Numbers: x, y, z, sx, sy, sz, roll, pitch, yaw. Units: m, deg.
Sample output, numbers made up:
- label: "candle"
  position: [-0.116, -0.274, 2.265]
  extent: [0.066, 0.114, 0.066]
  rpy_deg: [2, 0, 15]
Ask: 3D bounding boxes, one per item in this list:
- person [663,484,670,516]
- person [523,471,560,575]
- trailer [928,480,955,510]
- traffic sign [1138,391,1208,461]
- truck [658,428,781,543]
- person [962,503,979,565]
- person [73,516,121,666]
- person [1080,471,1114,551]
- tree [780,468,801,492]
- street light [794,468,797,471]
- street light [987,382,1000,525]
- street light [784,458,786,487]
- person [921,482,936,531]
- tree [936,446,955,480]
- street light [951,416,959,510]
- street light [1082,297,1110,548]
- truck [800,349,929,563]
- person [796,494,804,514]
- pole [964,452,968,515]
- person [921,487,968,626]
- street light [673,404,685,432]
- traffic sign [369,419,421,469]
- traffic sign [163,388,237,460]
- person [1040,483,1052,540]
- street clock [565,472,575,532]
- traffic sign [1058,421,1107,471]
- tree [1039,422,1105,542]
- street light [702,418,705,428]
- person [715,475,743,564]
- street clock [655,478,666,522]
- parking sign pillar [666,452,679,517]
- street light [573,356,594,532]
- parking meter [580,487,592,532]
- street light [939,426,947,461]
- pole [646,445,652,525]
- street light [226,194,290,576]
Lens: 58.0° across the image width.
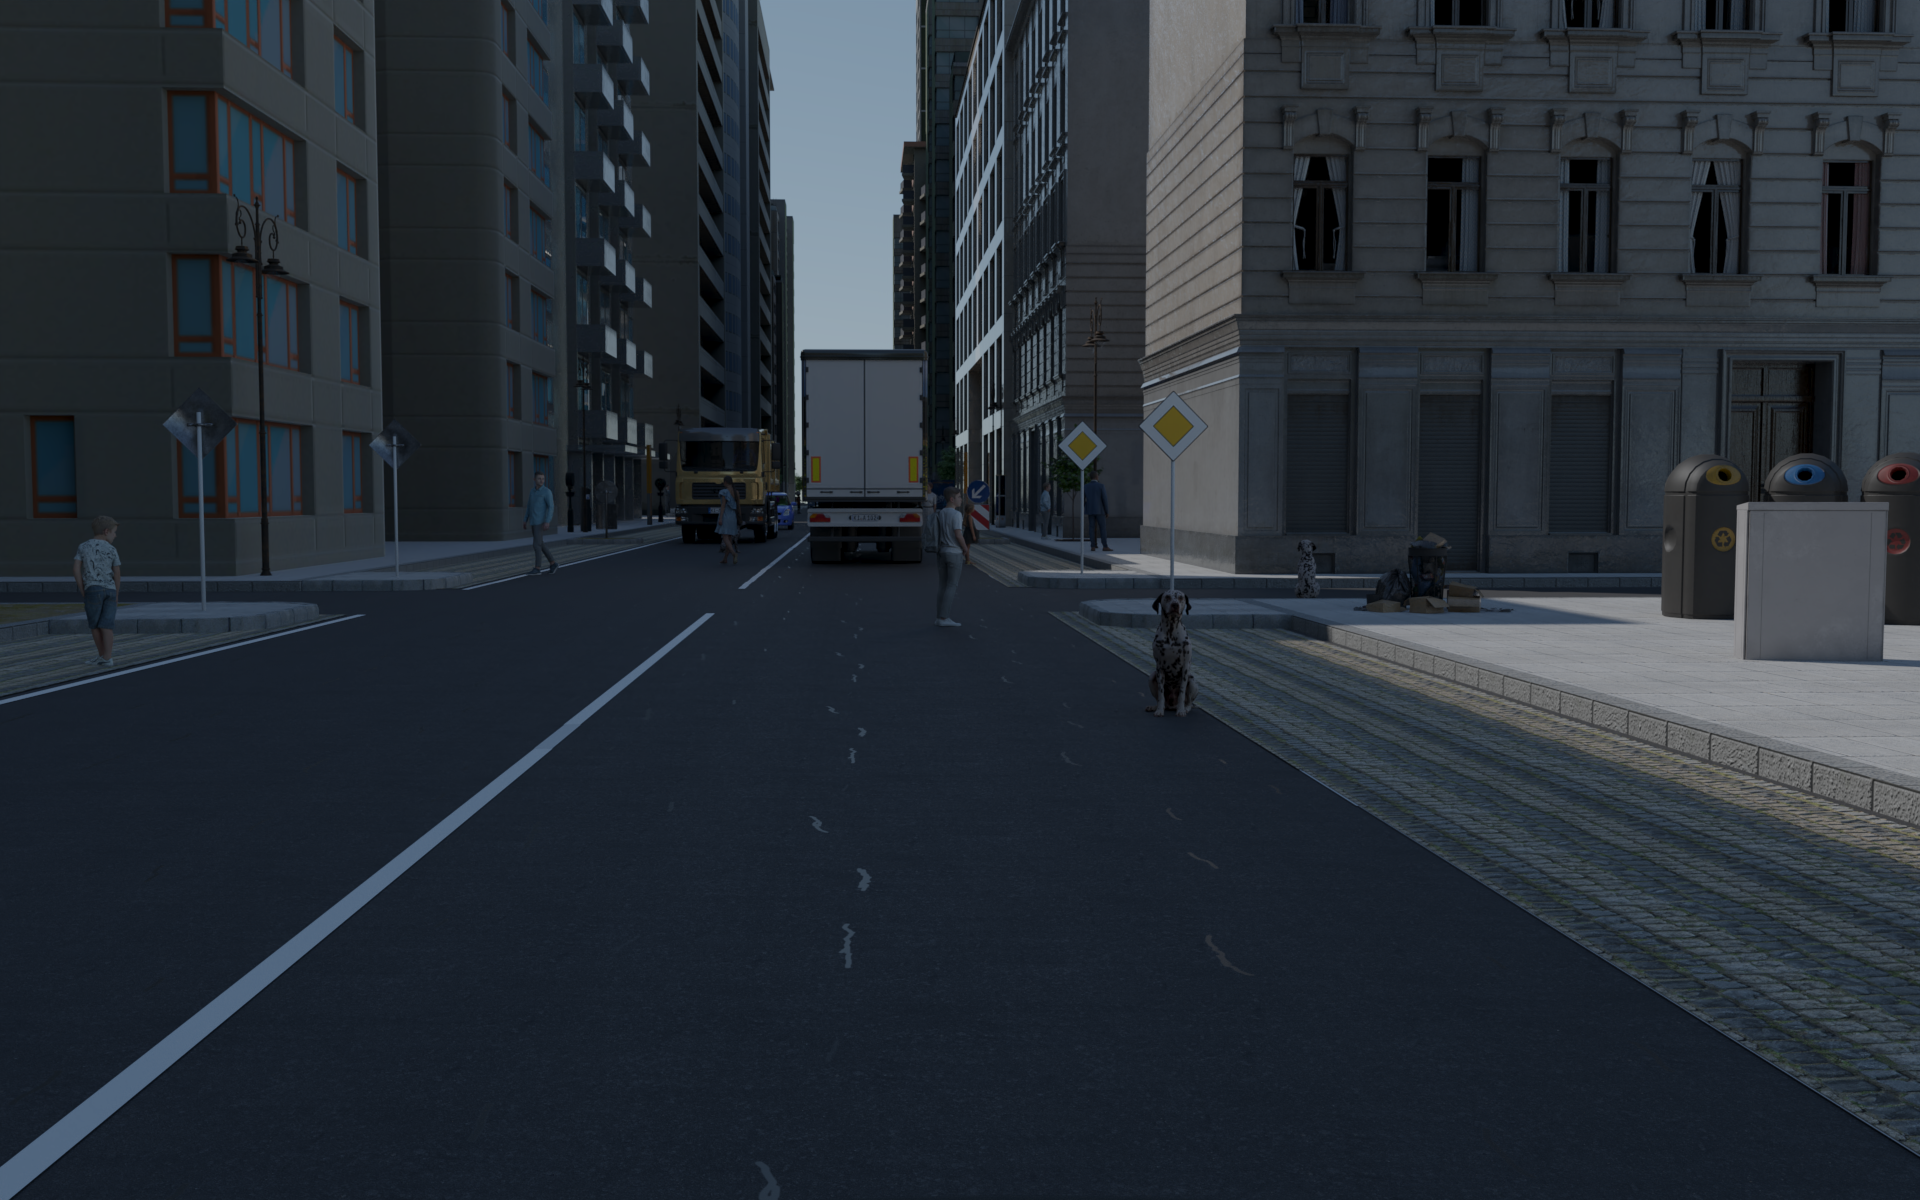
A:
- label: "person"
  position: [-17.084, -5.861, 101.670]
  extent: [0.447, 1.846, 0.655]
  rpy_deg: [2, 4, 29]
- label: "person"
  position: [-7.398, -1.369, 30.742]
  extent: [0.748, 1.841, 0.638]
  rpy_deg: [-3, 5, -41]
- label: "trailer"
  position: [-0.809, -3.928, 71.270]
  extent: [1.471, 1.999, 3.904]
  rpy_deg: [0, 4, -4]
- label: "traffic sign"
  position: [2.432, -1.067, 19.633]
  extent: [0.795, 2.593, 0.064]
  rpy_deg: [0, 4, -3]
- label: "truck"
  position: [-7.055, -3.500, 53.146]
  extent: [3.469, 3.379, 9.791]
  rpy_deg: [0, 4, -3]
- label: "person"
  position: [0.212, -1.345, 35.166]
  extent: [0.373, 1.253, 0.362]
  rpy_deg: [-1, 4, -8]
- label: "person"
  position: [-7.165, -0.074, 14.396]
  extent: [0.332, 1.250, 0.352]
  rpy_deg: [0, 4, 6]
- label: "person"
  position: [3.065, -1.997, 38.878]
  extent: [0.721, 1.800, 0.419]
  rpy_deg: [1, 4, 15]
- label: "tree"
  position: [-19.558, -11.812, 176.842]
  extent: [4.285, 4.588, 4.351]
  rpy_deg: [0, 3, 0]
- label: "street light"
  position: [-23.726, -16.897, 249.049]
  extent: [0.468, 5.910, 1.993]
  rpy_deg: [0, 4, -3]
- label: "street light"
  position: [1.368, -6.040, 71.535]
  extent: [0.468, 5.910, 1.993]
  rpy_deg: [0, 4, -3]
- label: "street light"
  position: [-22.053, -15.015, 218.275]
  extent: [0.468, 5.910, 1.993]
  rpy_deg: [0, 4, -3]
- label: "person"
  position: [-0.896, -2.311, 46.863]
  extent: [0.480, 1.755, 0.524]
  rpy_deg: [1, 4, 10]
- label: "tree"
  position: [0.050, -7.474, 105.906]
  extent: [4.285, 4.588, 4.351]
  rpy_deg: [0, 3, 0]
- label: "street light"
  position: [-0.255, -7.922, 102.312]
  extent: [0.468, 5.910, 1.993]
  rpy_deg: [0, 4, -3]
- label: "street light"
  position: [3.187, -4.158, 40.770]
  extent: [0.468, 5.910, 1.993]
  rpy_deg: [0, 4, -3]
- label: "truck"
  position: [-2.059, -3.072, 39.133]
  extent: [2.839, 4.237, 11.283]
  rpy_deg: [0, 4, -2]
- label: "person"
  position: [-11.817, -7.059, 127.182]
  extent: [0.557, 1.426, 1.065]
  rpy_deg: [2, 4, 26]
- label: "pole"
  position: [0.281, -5.550, 84.590]
  extent: [0.158, 3.312, 0.155]
  rpy_deg: [0, 3, 0]
- label: "person"
  position: [-0.148, -0.470, 18.780]
  extent: [0.503, 1.515, 0.523]
  rpy_deg: [1, 4, 18]
- label: "street light"
  position: [-14.360, -7.084, 88.607]
  extent: [0.468, 5.910, 1.993]
  rpy_deg: [0, 4, -3]
- label: "traffic sign"
  position: [-8.808, -1.517, 27.001]
  extent: [0.795, 2.593, 0.064]
  rpy_deg: [0, 4, -3]
- label: "traffic sign"
  position: [-8.345, -1.030, 19.029]
  extent: [0.795, 2.593, 0.064]
  rpy_deg: [0, 4, -3]
- label: "person"
  position: [2.431, -2.509, 48.874]
  extent: [0.330, 1.601, 0.589]
  rpy_deg: [0, 4, 2]
- label: "street clock"
  position: [-13.056, -3.269, 58.018]
  extent: [0.358, 2.002, 0.471]
  rpy_deg: [0, 4, -2]
- label: "traffic sign"
  position: [1.969, -1.554, 27.604]
  extent: [0.795, 2.593, 0.064]
  rpy_deg: [0, 4, -3]
- label: "tree"
  position: [3.116, -3.201, 46.936]
  extent: [1.663, 3.219, 1.824]
  rpy_deg: [0, 3, 0]
- label: "street light"
  position: [-15.318, -7.994, 103.486]
  extent: [0.468, 5.910, 1.993]
  rpy_deg: [0, 4, -3]
- label: "person"
  position: [-4.690, -1.642, 35.437]
  extent: [0.616, 1.811, 0.778]
  rpy_deg: [-3, 4, -36]
- label: "street clock"
  position: [-13.624, -4.540, 78.802]
  extent: [0.471, 2.002, 0.358]
  rpy_deg: [1, 4, 14]
- label: "parking sign pillar"
  position: [-16.021, -6.735, 98.583]
  extent: [1.447, 3.967, 1.447]
  rpy_deg: [-3, 4, -37]
- label: "street light"
  position: [-12.551, -5.202, 57.841]
  extent: [0.468, 5.910, 1.993]
  rpy_deg: [0, 4, -3]
- label: "parking meter"
  position: [-12.844, -3.121, 59.441]
  extent: [0.372, 1.533, 0.369]
  rpy_deg: [0, 3, 0]
- label: "street light"
  position: [-1.139, -8.733, 115.574]
  extent: [0.468, 5.910, 1.993]
  rpy_deg: [0, 4, -3]
- label: "pole"
  position: [-12.871, -4.765, 71.746]
  extent: [0.158, 3.312, 0.155]
  rpy_deg: [0, 3, 0]
- label: "street light"
  position: [-10.917, -3.320, 27.065]
  extent: [0.468, 5.910, 1.993]
  rpy_deg: [0, 4, -3]
